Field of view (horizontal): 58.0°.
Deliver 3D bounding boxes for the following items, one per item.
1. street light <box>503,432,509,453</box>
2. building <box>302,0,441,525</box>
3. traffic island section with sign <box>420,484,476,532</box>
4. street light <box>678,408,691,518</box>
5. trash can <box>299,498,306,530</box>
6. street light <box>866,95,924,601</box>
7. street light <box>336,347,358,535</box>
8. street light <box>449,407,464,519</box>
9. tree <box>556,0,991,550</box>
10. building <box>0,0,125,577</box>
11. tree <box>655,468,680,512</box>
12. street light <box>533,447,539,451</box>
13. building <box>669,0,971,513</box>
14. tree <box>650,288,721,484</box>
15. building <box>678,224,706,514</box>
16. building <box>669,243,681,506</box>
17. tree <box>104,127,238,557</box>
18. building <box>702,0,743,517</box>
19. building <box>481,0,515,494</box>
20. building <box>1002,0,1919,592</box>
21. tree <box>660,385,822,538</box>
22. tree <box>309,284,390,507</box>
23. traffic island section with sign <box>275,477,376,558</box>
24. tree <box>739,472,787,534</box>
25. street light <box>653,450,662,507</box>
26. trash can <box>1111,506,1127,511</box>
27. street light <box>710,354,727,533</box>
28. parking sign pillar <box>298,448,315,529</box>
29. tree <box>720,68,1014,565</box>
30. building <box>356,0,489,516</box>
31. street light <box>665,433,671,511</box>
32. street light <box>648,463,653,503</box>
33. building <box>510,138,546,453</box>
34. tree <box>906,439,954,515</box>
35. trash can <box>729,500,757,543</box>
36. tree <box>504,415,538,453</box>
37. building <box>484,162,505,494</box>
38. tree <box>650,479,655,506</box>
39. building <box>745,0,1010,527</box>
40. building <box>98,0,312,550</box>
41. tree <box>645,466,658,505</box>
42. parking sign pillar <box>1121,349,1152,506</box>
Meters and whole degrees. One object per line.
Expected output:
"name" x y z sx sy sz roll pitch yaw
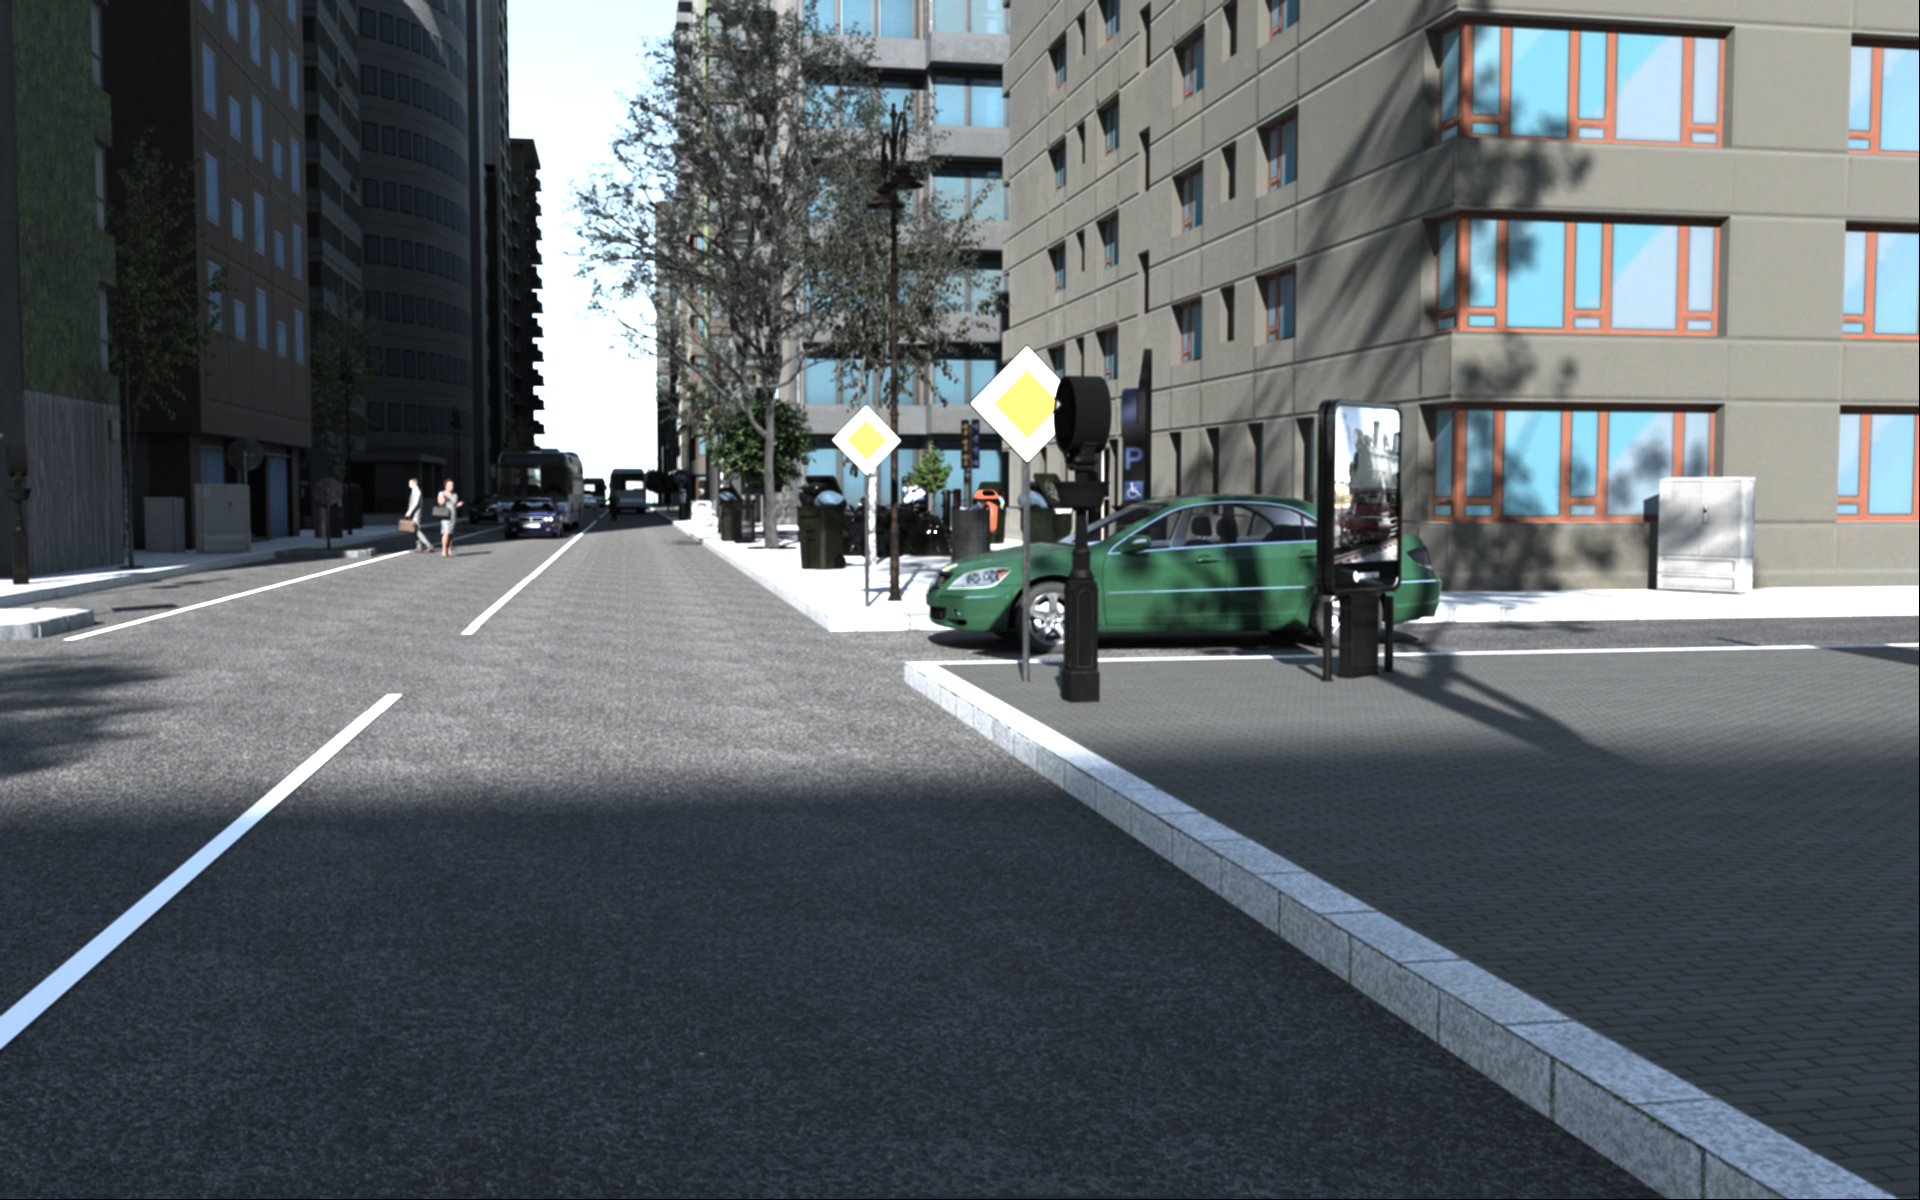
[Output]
"street light" -33.885 -9.586 129.525 0.468 5.910 1.993 -1 4 -11
"building" -39.728 -23.418 74.761 32.217 40.220 23.993 -1 4 -11
"traffic island section with sign" -19.602 -3.526 66.273 1.989 1.847 2.006 -1 4 -11
"street light" -15.306 -7.519 95.718 0.468 5.910 1.993 -1 4 -11
"trash can" -23.744 -3.069 61.833 0.748 1.137 0.748 0 3 0
"street light" -0.785 -2.928 20.653 0.468 5.910 1.993 -1 4 -11
"street light" -19.298 -5.005 54.615 0.468 5.910 1.993 -1 4 -11
"street light" -26.858 -7.342 92.825 0.468 5.910 1.993 -1 4 -11
"tree" -4.556 -7.936 40.123 12.009 13.543 11.850 0 3 0
"building" -20.936 -20.728 22.497 14.154 41.232 14.086 -1 4 -11
"tree" -21.178 -8.085 126.784 1.663 3.219 1.824 0 3 0
"street light" -42.458 -12.337 174.498 0.468 5.910 1.993 -1 4 -11
"building" -13.857 -32.673 153.810 23.786 49.044 30.456 -1 4 -11
"tree" -8.580 -6.752 60.750 4.360 8.622 3.978 0 3 0
"building" -6.014 -17.160 125.599 27.650 21.520 28.899 -1 4 -11
"building" -26.491 -26.242 200.752 14.160 30.474 14.107 -1 4 -11
"tree" -17.049 -5.203 35.434 4.737 8.622 4.395 0 3 0
"building" -8.222 -25.635 102.733 14.154 41.232 14.086 -1 4 -11
"building" -55.781 -45.485 181.926 20.563 71.187 20.611 -1 4 -11
"building" 17.998 -11.825 38.386 28.899 21.520 27.650 -1 4 -11
"tree" -5.641 -4.093 50.641 4.285 4.588 4.351 0 3 0
"tree" -21.770 -6.701 59.917 4.737 8.622 4.395 0 3 0
"traffic island section with sign" -14.530 -1.906 39.797 1.989 1.847 2.006 -1 4 -11
"tree" -6.034 -3.745 55.829 1.663 3.219 1.824 0 3 0
"street light" -30.859 -12.510 177.327 0.468 5.910 1.993 -1 4 -11
"trash can" 2.208 -0.574 21.036 0.748 1.137 0.748 0 3 0
"street light" -7.903 -5.136 56.768 0.468 5.910 1.993 -1 4 -11
"parking sign pillar" -24.281 -4.585 63.432 1.447 3.967 1.447 0 4 5
"tree" -1.392 -4.940 31.137 4.360 8.622 3.978 0 3 0
"building" -40.110 -34.251 102.007 21.231 58.520 28.212 -1 4 -11
"street light" -22.292 -9.747 132.146 0.468 5.910 1.993 -1 4 -11
"street light" -37.819 -14.721 213.472 0.468 5.910 1.993 -1 4 -11
"building" -61.360 -33.773 206.807 22.147 44.769 28.867 -1 4 -11
"tree" -1.081 -4.086 61.409 1.663 3.219 1.824 0 3 0
"trash can" -5.669 -2.057 45.283 0.748 1.137 0.748 0 3 0
"tree" -40.446 -12.717 158.286 4.737 8.622 4.395 0 3 0
"building" -45.807 -22.784 144.225 14.160 30.474 14.107 -1 4 -11
"tree" -33.305 -11.962 190.185 1.663 3.219 1.824 0 3 0
"building" 0.744 -28.177 80.300 23.786 49.044 30.456 -1 4 -11
"building" -25.449 -24.092 44.013 14.600 45.320 14.200 -1 4 -11
"tree" -35.112 -13.166 198.969 4.285 4.588 4.351 0 3 0
"parking sign pillar" 3.237 -2.642 31.663 1.447 3.967 1.447 1 4 11
